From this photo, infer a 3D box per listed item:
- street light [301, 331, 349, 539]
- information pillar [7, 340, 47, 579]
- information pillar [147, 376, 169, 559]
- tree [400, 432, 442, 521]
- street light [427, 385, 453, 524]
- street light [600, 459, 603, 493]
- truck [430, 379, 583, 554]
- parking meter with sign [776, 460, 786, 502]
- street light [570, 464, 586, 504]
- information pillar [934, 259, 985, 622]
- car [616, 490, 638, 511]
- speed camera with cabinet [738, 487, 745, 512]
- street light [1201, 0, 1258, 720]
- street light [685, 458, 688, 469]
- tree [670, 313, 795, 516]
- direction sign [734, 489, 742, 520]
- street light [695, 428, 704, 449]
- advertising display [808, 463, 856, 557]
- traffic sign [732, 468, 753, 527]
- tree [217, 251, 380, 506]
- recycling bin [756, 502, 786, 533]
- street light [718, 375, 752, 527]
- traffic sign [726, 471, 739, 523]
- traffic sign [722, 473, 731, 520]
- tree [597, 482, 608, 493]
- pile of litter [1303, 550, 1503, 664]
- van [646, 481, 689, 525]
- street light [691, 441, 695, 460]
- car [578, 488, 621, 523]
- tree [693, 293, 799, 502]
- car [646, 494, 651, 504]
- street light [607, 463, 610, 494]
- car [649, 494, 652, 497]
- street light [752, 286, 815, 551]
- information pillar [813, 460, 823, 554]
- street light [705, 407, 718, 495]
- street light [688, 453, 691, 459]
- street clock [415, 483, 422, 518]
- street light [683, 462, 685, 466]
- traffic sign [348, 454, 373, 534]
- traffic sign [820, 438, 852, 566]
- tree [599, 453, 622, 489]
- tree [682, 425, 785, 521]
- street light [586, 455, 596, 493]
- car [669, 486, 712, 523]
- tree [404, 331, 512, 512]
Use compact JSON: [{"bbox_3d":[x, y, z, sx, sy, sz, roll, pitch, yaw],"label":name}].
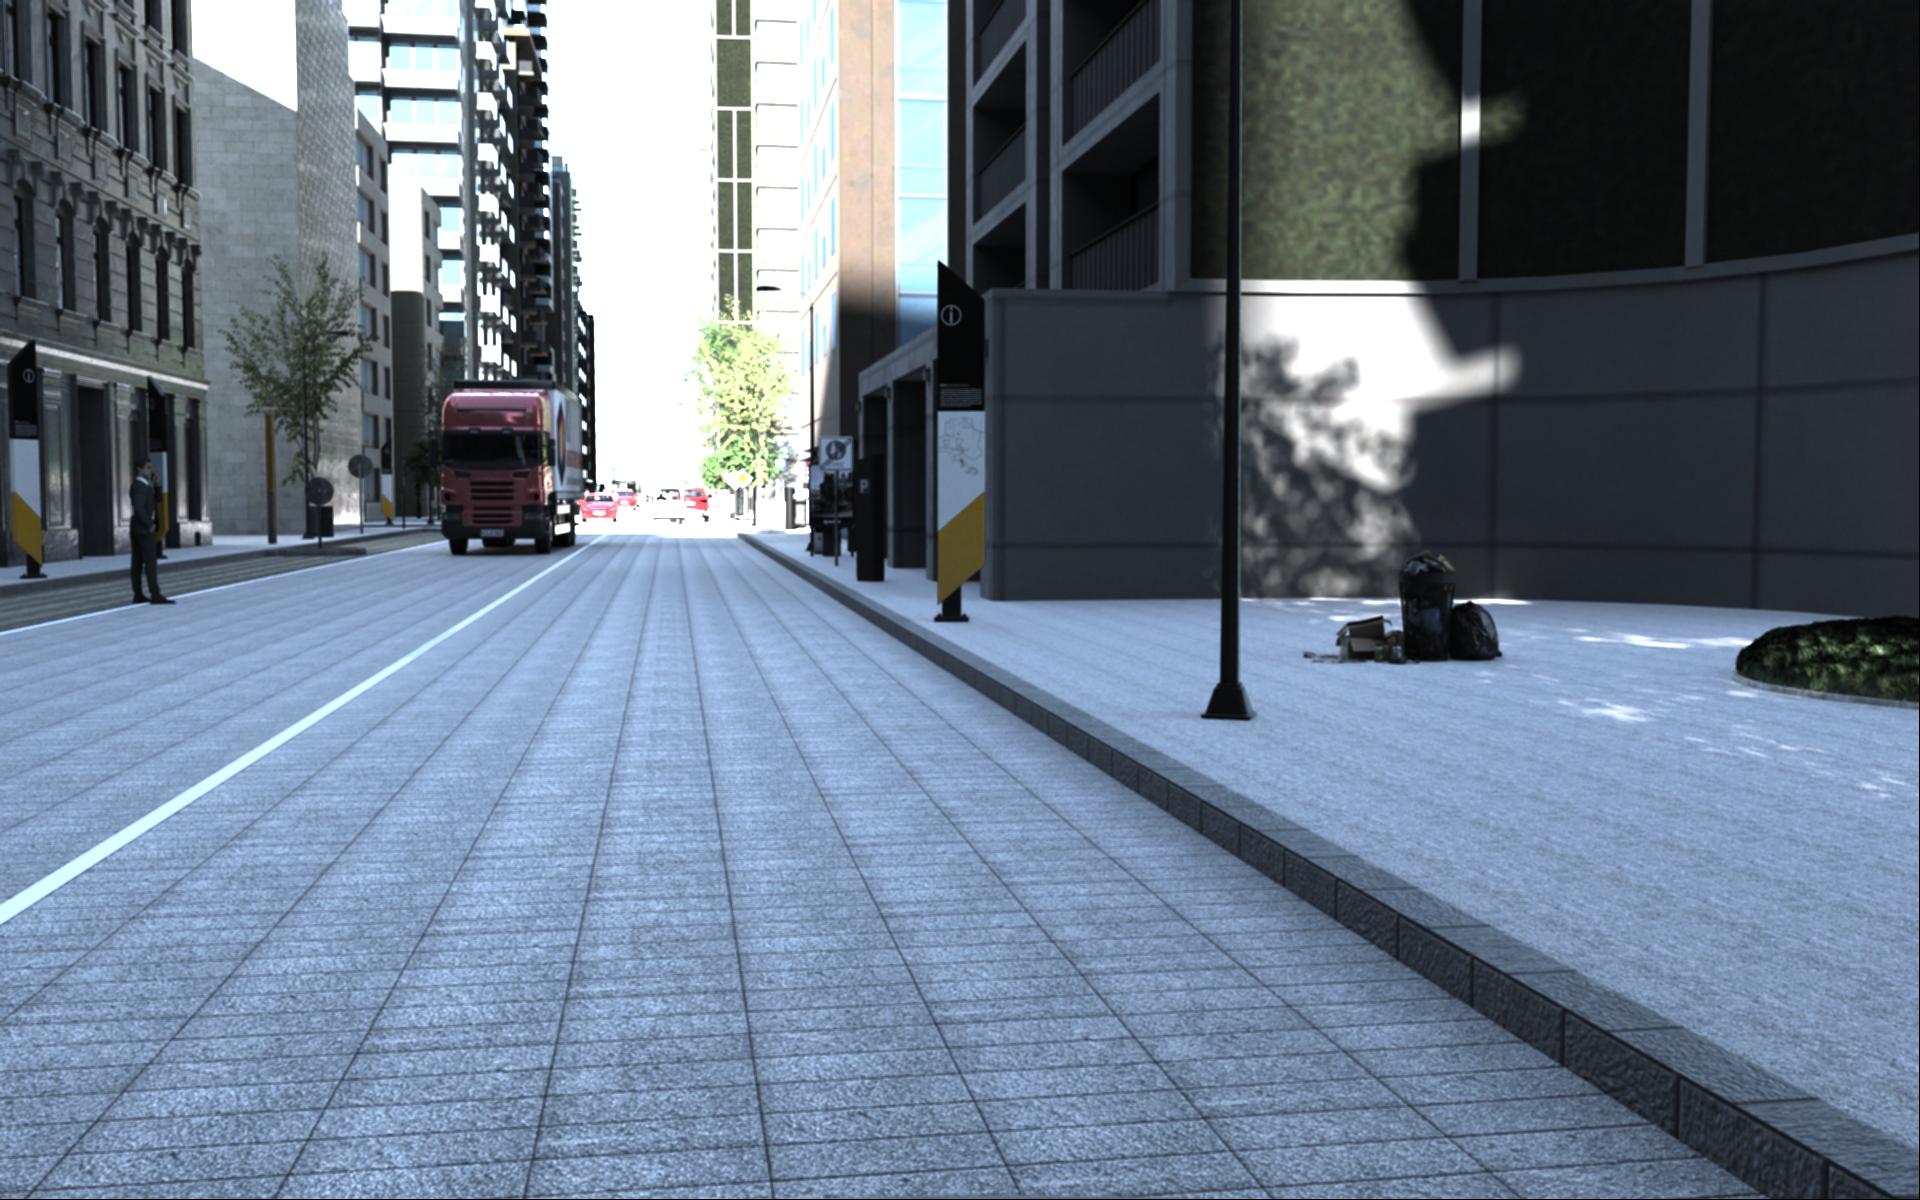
[{"bbox_3d":[-18.039,-4.691,49.245,1.470,5.913,1.316,-1,4,-9],"label":"street light"},{"bbox_3d":[-14.125,-2.130,26.178,0.183,3.616,0.504,1,4,16],"label":"information pillar"},{"bbox_3d":[-15.851,-2.622,34.228,0.504,3.616,0.183,2,4,35],"label":"information pillar"},{"bbox_3d":[-25.494,-6.159,84.416,4.285,4.588,4.351,0,3,0],"label":"tree"},{"bbox_3d":[-21.968,-6.177,73.541,1.470,5.913,1.316,-1,4,-9],"label":"street light"},{"bbox_3d":[-48.453,-15.849,231.673,1.470,5.913,1.316,-1,4,-9],"label":"street light"},{"bbox_3d":[-11.463,-3.419,44.810,2.839,4.237,11.283,0,4,-8],"label":"truck"},{"bbox_3d":[-9.176,-5.644,88.537,0.543,3.016,1.738,0,4,-5],"label":"parking meter with sign"},{"bbox_3d":[-39.407,-12.541,177.587,1.470,5.913,1.316,-1,4,-9],"label":"street light"},{"bbox_3d":[-0.002,-1.589,17.340,0.504,3.616,0.183,0,4,3],"label":"information pillar"},{"bbox_3d":[-28.121,-8.340,145.037,2.281,1.827,5.304,-1,4,-11],"label":"car"},{"bbox_3d":[-15.439,-7.766,121.308,0.660,3.252,2.038,0,4,-4],"label":"speed camera with cabinet"},{"bbox_3d":[1.018,-2.274,9.719,1.470,5.913,1.316,-1,4,-9],"label":"street light"},{"bbox_3d":[-29.900,-13.608,195.037,1.470,5.913,1.316,-1,4,-9],"label":"street light"},{"bbox_3d":[-13.152,-10.676,100.313,9.928,11.665,9.643,0,3,0],"label":"tree"},{"bbox_3d":[-10.945,-5.706,85.290,0.379,3.537,0.876,-2,4,-35],"label":"direction sign"},{"bbox_3d":[-17.616,-9.094,121.229,1.470,5.913,1.316,-1,4,-9],"label":"street light"},{"bbox_3d":[-2.637,-1.859,35.615,0.974,1.923,0.123,1,4,9],"label":"advertising display"},{"bbox_3d":[-8.508,-3.927,67.848,0.795,2.450,0.064,-1,4,-9],"label":"traffic sign"},{"bbox_3d":[-19.622,-6.203,51.775,4.737,8.622,4.395,0,3,0],"label":"tree"},{"bbox_3d":[-6.255,-2.737,57.297,0.722,1.027,0.722,-3,5,-43],"label":"recycling bin"},{"bbox_3d":[-8.602,-5.825,67.784,1.470,5.913,1.316,-1,4,-9],"label":"street light"},{"bbox_3d":[-9.824,-4.409,75.725,0.795,2.450,0.064,-1,4,-9],"label":"traffic sign"},{"bbox_3d":[-11.424,-5.252,85.981,0.768,2.556,0.104,0,4,-5],"label":"traffic sign"},{"bbox_3d":[-56.122,-16.985,272.312,1.663,3.219,1.824,0,3,0],"label":"tree"},{"bbox_3d":[3.489,0.023,13.594,1.719,0.858,1.176,0,4,-3],"label":"pile of litter"},{"bbox_3d":[-13.749,-4.553,81.453,2.013,2.044,4.112,-1,4,-11],"label":"van"},{"bbox_3d":[-22.312,-10.841,149.795,1.470,5.913,1.316,-1,4,-9],"label":"street light"},{"bbox_3d":[-18.395,-4.850,88.344,2.155,1.783,4.494,-1,4,-11],"label":"car"},{"bbox_3d":[-7.442,-6.861,62.541,4.737,8.622,4.395,0,3,0],"label":"tree"},{"bbox_3d":[-47.005,-15.069,258.170,2.131,1.459,4.920,-1,4,-11],"label":"car"},{"bbox_3d":[-53.189,-17.590,260.139,1.470,5.913,1.316,-1,4,-9],"label":"street light"},{"bbox_3d":[-54.062,-17.757,300.105,2.009,1.686,4.222,0,4,-8],"label":"car"},{"bbox_3d":[-3.853,-4.054,38.820,1.470,5.913,1.316,-1,4,-9],"label":"street light"},{"bbox_3d":[-2.930,-1.988,37.001,0.304,2.012,0.304,2,4,24],"label":"information pillar"},{"bbox_3d":[-12.737,-7.334,92.445,1.470,5.913,1.316,-1,4,-9],"label":"street light"},{"bbox_3d":[-25.144,-11.868,166.574,1.470,5.913,1.316,-1,4,-9],"label":"street light"},{"bbox_3d":[-28.517,-5.300,91.225,0.358,2.002,0.471,-2,4,-30],"label":"street clock"},{"bbox_3d":[-34.877,-15.404,224.398,1.470,5.913,1.316,-1,4,-9],"label":"street light"},{"bbox_3d":[-19.247,-3.397,55.641,0.768,2.556,0.104,0,4,-8],"label":"traffic sign"},{"bbox_3d":[-2.207,-1.758,30.866,0.606,2.300,0.079,0,4,-1],"label":"traffic sign"},{"bbox_3d":[-61.096,-21.577,303.143,4.737,8.622,4.395,0,3,0],"label":"tree"},{"bbox_3d":[-10.116,-6.026,82.239,4.285,4.588,4.351,0,3,0],"label":"tree"},{"bbox_3d":[-44.010,-14.284,206.076,1.470,5.913,1.316,-1,4,-9],"label":"street light"},{"bbox_3d":[-13.762,-4.862,88.173,2.281,1.827,5.304,-1,4,-8],"label":"car"},{"bbox_3d":[-23.557,-7.891,79.378,4.360,8.622,3.978,0,3,0],"label":"tree"}]
